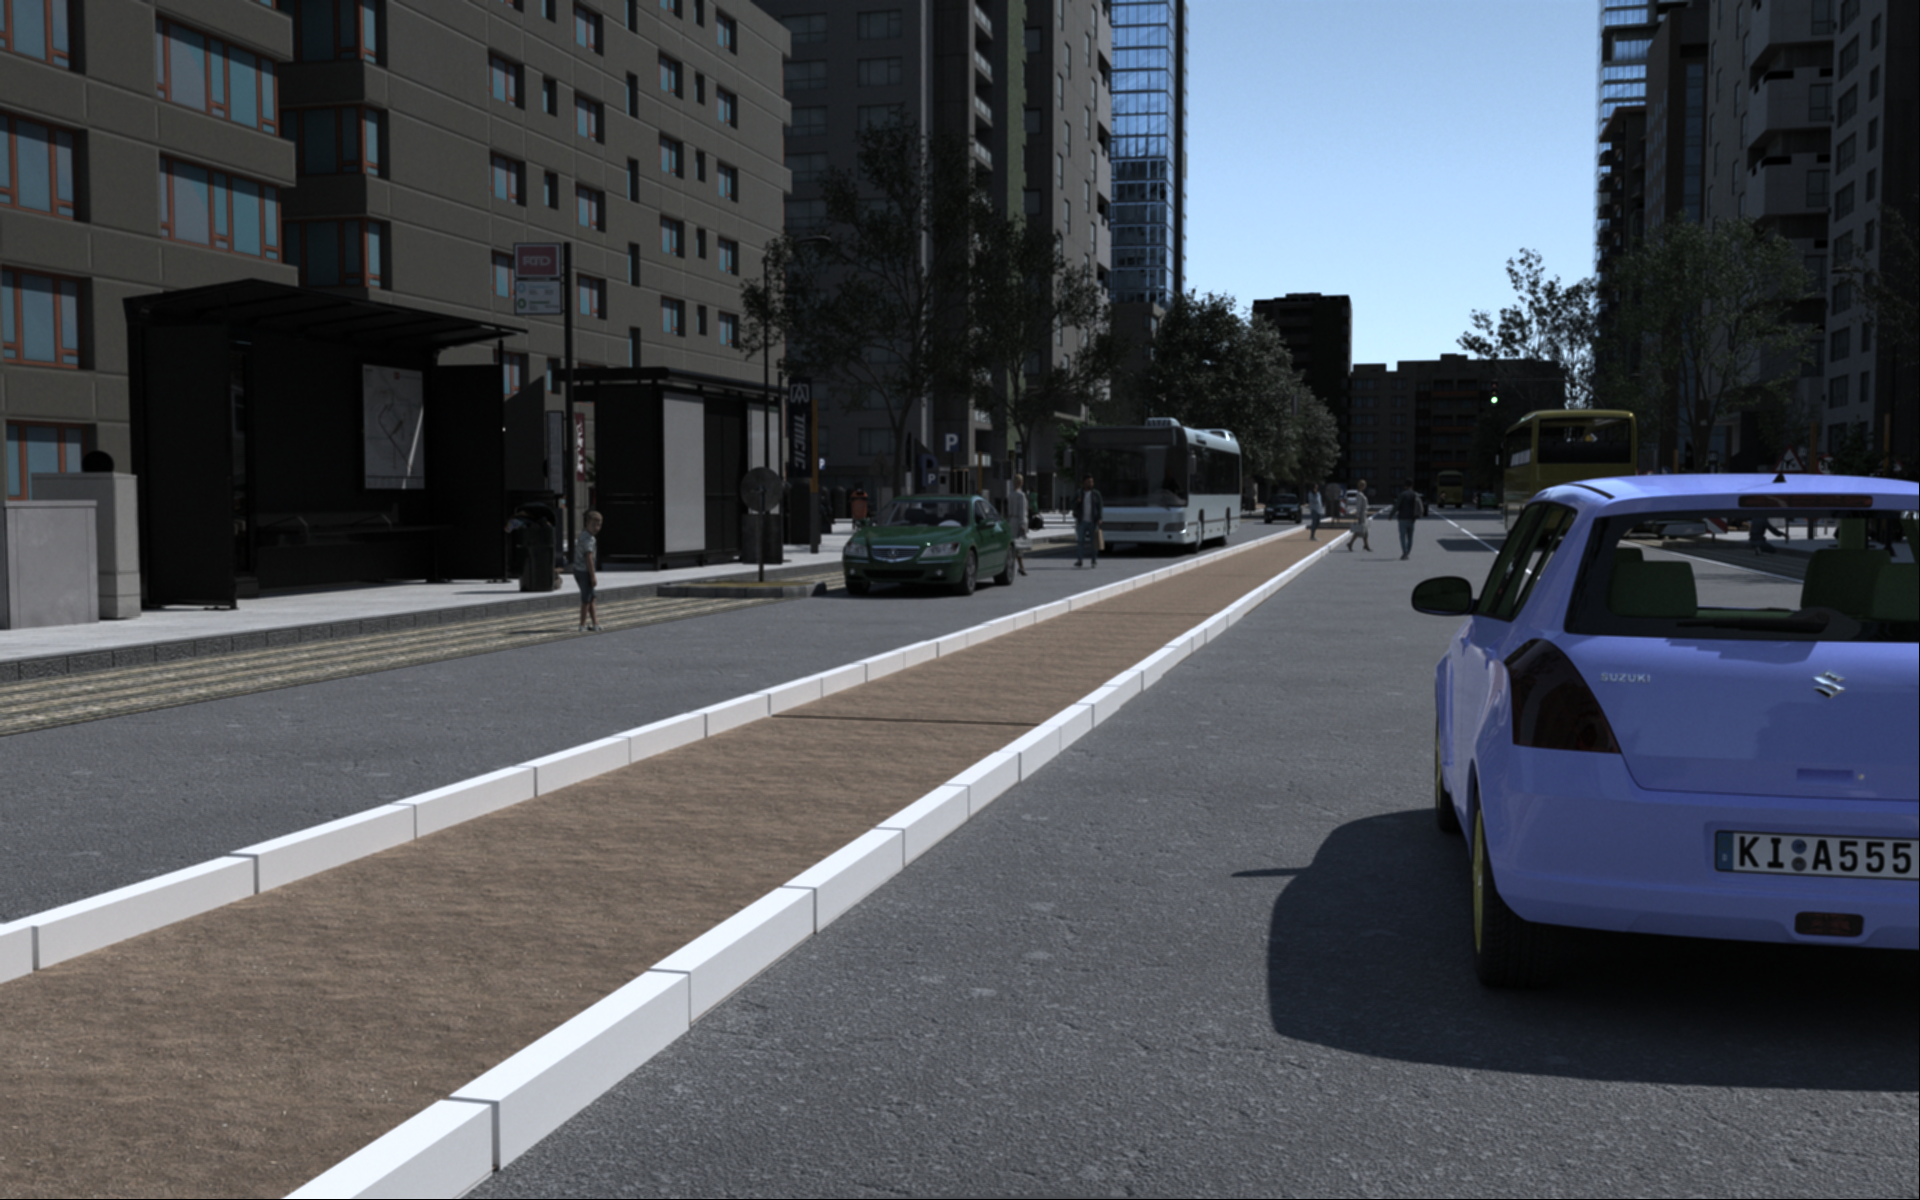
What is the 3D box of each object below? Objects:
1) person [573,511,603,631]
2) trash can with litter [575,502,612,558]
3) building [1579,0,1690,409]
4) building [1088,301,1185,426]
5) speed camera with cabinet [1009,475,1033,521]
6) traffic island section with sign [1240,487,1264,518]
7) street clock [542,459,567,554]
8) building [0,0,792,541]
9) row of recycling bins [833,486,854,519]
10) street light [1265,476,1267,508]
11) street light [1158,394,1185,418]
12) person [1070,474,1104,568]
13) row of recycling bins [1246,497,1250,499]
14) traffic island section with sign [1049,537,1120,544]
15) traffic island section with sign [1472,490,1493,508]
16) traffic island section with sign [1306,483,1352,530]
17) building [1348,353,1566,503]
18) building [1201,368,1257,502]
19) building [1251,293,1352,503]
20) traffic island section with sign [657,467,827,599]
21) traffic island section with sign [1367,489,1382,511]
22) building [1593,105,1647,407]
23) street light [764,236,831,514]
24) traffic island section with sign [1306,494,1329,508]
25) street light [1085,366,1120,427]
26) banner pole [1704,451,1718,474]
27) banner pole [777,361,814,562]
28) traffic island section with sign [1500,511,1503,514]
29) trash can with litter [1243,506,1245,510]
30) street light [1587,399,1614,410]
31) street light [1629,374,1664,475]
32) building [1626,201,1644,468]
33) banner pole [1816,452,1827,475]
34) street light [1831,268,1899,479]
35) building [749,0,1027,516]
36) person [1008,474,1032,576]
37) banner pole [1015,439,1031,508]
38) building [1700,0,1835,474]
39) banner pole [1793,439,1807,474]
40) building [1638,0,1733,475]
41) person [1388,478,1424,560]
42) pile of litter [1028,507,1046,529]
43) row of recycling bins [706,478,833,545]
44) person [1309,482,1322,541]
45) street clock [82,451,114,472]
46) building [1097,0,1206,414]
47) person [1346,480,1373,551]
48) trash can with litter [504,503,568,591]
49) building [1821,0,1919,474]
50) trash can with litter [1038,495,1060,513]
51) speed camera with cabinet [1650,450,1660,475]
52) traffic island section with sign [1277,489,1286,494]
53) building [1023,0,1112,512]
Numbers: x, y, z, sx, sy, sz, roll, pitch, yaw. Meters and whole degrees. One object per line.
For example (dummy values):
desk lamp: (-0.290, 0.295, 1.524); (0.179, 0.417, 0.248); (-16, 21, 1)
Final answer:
person: (-3.866, -0.298, 18.052); (0.352, 1.250, 0.332); (1, 4, 17)
trash can with litter: (-7.317, -1.397, 34.221); (1.055, 1.170, 0.624); (-3, 5, -45)
building: (101.132, -56.817, 241.625); (31.000, 86.520, 22.319); (1, 4, 14)
building: (7.573, -20.084, 173.418); (27.650, 21.520, 28.899); (1, 4, 14)
speed camera with cabinet: (2.916, -5.389, 82.438); (0.660, 3.252, 2.038); (1, 4, 20)
traffic island section with sign: (17.431, -5.817, 103.730); (1.989, 1.847, 2.006); (1, 4, 14)
street clock: (-7.711, -1.746, 33.117); (0.471, 2.002, 0.358); (1, 4, 18)
building: (-23.757, -12.862, 55.333); (28.899, 21.520, 27.650); (1, 4, 14)
row of recycling bins: (-6.662, -4.989, 88.686); (3.534, 1.692, 1.069); (-2, 4, -24)
street light: (26.083, -10.504, 144.281); (1.470, 5.913, 1.316); (1, 4, 14)
street light: (9.782, -6.620, 80.770); (1.470, 5.913, 1.316); (1, 4, 14)
person: (2.503, -1.522, 33.367); (0.794, 1.824, 0.713); (1, 4, 22)
row of recycling bins: (23.957, -8.654, 148.610); (1.069, 1.692, 3.534); (-1, 4, -10)
traffic island section with sign: (3.763, -2.572, 50.686); (1.989, 1.847, 2.006); (1, 4, 14)
traffic island section with sign: (52.971, -10.161, 174.753); (1.989, 1.847, 2.006); (1, 4, 14)
traffic island section with sign: (15.234, -3.838, 70.885); (2.006, 1.907, 1.989); (1, 4, 14)
building: (72.468, -25.049, 254.591); (28.899, 21.520, 27.650); (1, 4, 14)
building: (30.235, -25.680, 264.908); (28.899, 21.520, 27.650); (1, 4, 14)
building: (49.729, -29.391, 252.247); (14.107, 30.474, 14.160); (1, 4, 14)
traffic island section with sign: (-2.987, -0.976, 24.586); (1.989, 1.847, 2.006); (1, 4, 14)
traffic island section with sign: (35.853, -8.727, 150.824); (2.006, 1.907, 1.989); (1, 4, 14)
building: (82.365, -32.807, 191.023); (22.147, 44.769, 28.867); (1, 4, 14)
street light: (-3.009, -3.604, 31.468); (1.470, 5.913, 1.316); (1, 4, 14)
traffic island section with sign: (36.803, -10.411, 178.843); (1.989, 1.847, 2.006); (1, 4, 14)
street light: (5.132, -5.538, 63.093); (1.470, 5.913, 1.316); (1, 4, 14)
banner pole: (38.248, -6.020, 88.448); (0.863, 3.779, 0.401); (1, 4, 15)
banner pole: (-3.160, -2.606, 32.618); (0.863, 3.779, 0.401); (1, 4, 14)
traffic island section with sign: (40.423, -7.184, 126.092); (1.989, 1.847, 2.006); (1, 4, 14)
trash can with litter: (23.222, -8.082, 143.532); (1.055, 1.170, 0.624); (-2, 4, -24)
street light: (31.228, -6.844, 84.441); (1.470, 5.913, 1.316); (1, 4, 14)
street light: (26.616, -5.786, 67.135); (1.470, 5.913, 1.316); (1, 4, 14)
building: (73.036, -24.430, 171.129); (14.160, 30.474, 14.107); (1, 4, 14)
banner pole: (45.232, -6.204, 91.449); (0.863, 3.779, 0.401); (2, 4, 29)
street light: (18.533, -3.852, 35.517); (1.470, 5.913, 1.316); (1, 4, 14)
building: (-4.422, -25.592, 102.022); (14.154, 41.232, 14.086); (1, 4, 14)
person: (0.960, -1.307, 30.222); (0.624, 1.780, 0.694); (-1, 4, -22)
banner pole: (2.695, -5.049, 72.574); (0.863, 3.779, 0.401); (1, 4, 19)
building: (67.413, -32.347, 118.112); (28.713, 52.752, 27.495); (1, 4, 14)
banner pole: (37.956, -5.406, 78.406); (0.401, 3.779, 0.863); (-2, 4, -28)
building: (69.990, -30.973, 156.519); (14.600, 45.320, 14.200); (1, 4, 14)
person: (9.787, -1.776, 37.891); (0.623, 1.781, 0.721); (-2, 4, -25)
pile of litter: (2.357, -3.038, 63.629); (1.719, 0.858, 1.176); (0, 4, -8)
row of recycling bins: (-5.072, -2.317, 44.993); (3.534, 1.692, 1.069); (2, 4, 35)
person: (10.865, -2.710, 53.071); (0.793, 1.790, 0.793); (0, 4, 0)
street clock: (-14.382, -1.491, 28.949); (0.471, 2.002, 0.358); (-1, 4, -21)
building: (15.237, -54.913, 210.490); (31.000, 86.520, 22.319); (1, 4, 14)
person: (10.017, -2.113, 43.393); (0.624, 1.780, 0.694); (2, 4, 28)
trash can with litter: (-5.628, -0.710, 22.997); (0.624, 1.170, 1.055); (0, 4, -2)
building: (52.972, -19.316, 87.511); (14.107, 30.474, 14.160); (1, 4, 14)
trash can with litter: (6.065, -6.420, 116.017); (2.233, 1.210, 1.678); (-1, 4, -19)
speed camera with cabinet: (30.621, -5.097, 77.671); (2.038, 3.252, 0.660); (-1, 4, -8)
traffic island section with sign: (24.172, -7.413, 129.832); (1.989, 1.847, 2.006); (1, 4, 14)
building: (-3.458, -33.234, 132.616); (28.713, 52.752, 27.495); (1, 4, 14)
